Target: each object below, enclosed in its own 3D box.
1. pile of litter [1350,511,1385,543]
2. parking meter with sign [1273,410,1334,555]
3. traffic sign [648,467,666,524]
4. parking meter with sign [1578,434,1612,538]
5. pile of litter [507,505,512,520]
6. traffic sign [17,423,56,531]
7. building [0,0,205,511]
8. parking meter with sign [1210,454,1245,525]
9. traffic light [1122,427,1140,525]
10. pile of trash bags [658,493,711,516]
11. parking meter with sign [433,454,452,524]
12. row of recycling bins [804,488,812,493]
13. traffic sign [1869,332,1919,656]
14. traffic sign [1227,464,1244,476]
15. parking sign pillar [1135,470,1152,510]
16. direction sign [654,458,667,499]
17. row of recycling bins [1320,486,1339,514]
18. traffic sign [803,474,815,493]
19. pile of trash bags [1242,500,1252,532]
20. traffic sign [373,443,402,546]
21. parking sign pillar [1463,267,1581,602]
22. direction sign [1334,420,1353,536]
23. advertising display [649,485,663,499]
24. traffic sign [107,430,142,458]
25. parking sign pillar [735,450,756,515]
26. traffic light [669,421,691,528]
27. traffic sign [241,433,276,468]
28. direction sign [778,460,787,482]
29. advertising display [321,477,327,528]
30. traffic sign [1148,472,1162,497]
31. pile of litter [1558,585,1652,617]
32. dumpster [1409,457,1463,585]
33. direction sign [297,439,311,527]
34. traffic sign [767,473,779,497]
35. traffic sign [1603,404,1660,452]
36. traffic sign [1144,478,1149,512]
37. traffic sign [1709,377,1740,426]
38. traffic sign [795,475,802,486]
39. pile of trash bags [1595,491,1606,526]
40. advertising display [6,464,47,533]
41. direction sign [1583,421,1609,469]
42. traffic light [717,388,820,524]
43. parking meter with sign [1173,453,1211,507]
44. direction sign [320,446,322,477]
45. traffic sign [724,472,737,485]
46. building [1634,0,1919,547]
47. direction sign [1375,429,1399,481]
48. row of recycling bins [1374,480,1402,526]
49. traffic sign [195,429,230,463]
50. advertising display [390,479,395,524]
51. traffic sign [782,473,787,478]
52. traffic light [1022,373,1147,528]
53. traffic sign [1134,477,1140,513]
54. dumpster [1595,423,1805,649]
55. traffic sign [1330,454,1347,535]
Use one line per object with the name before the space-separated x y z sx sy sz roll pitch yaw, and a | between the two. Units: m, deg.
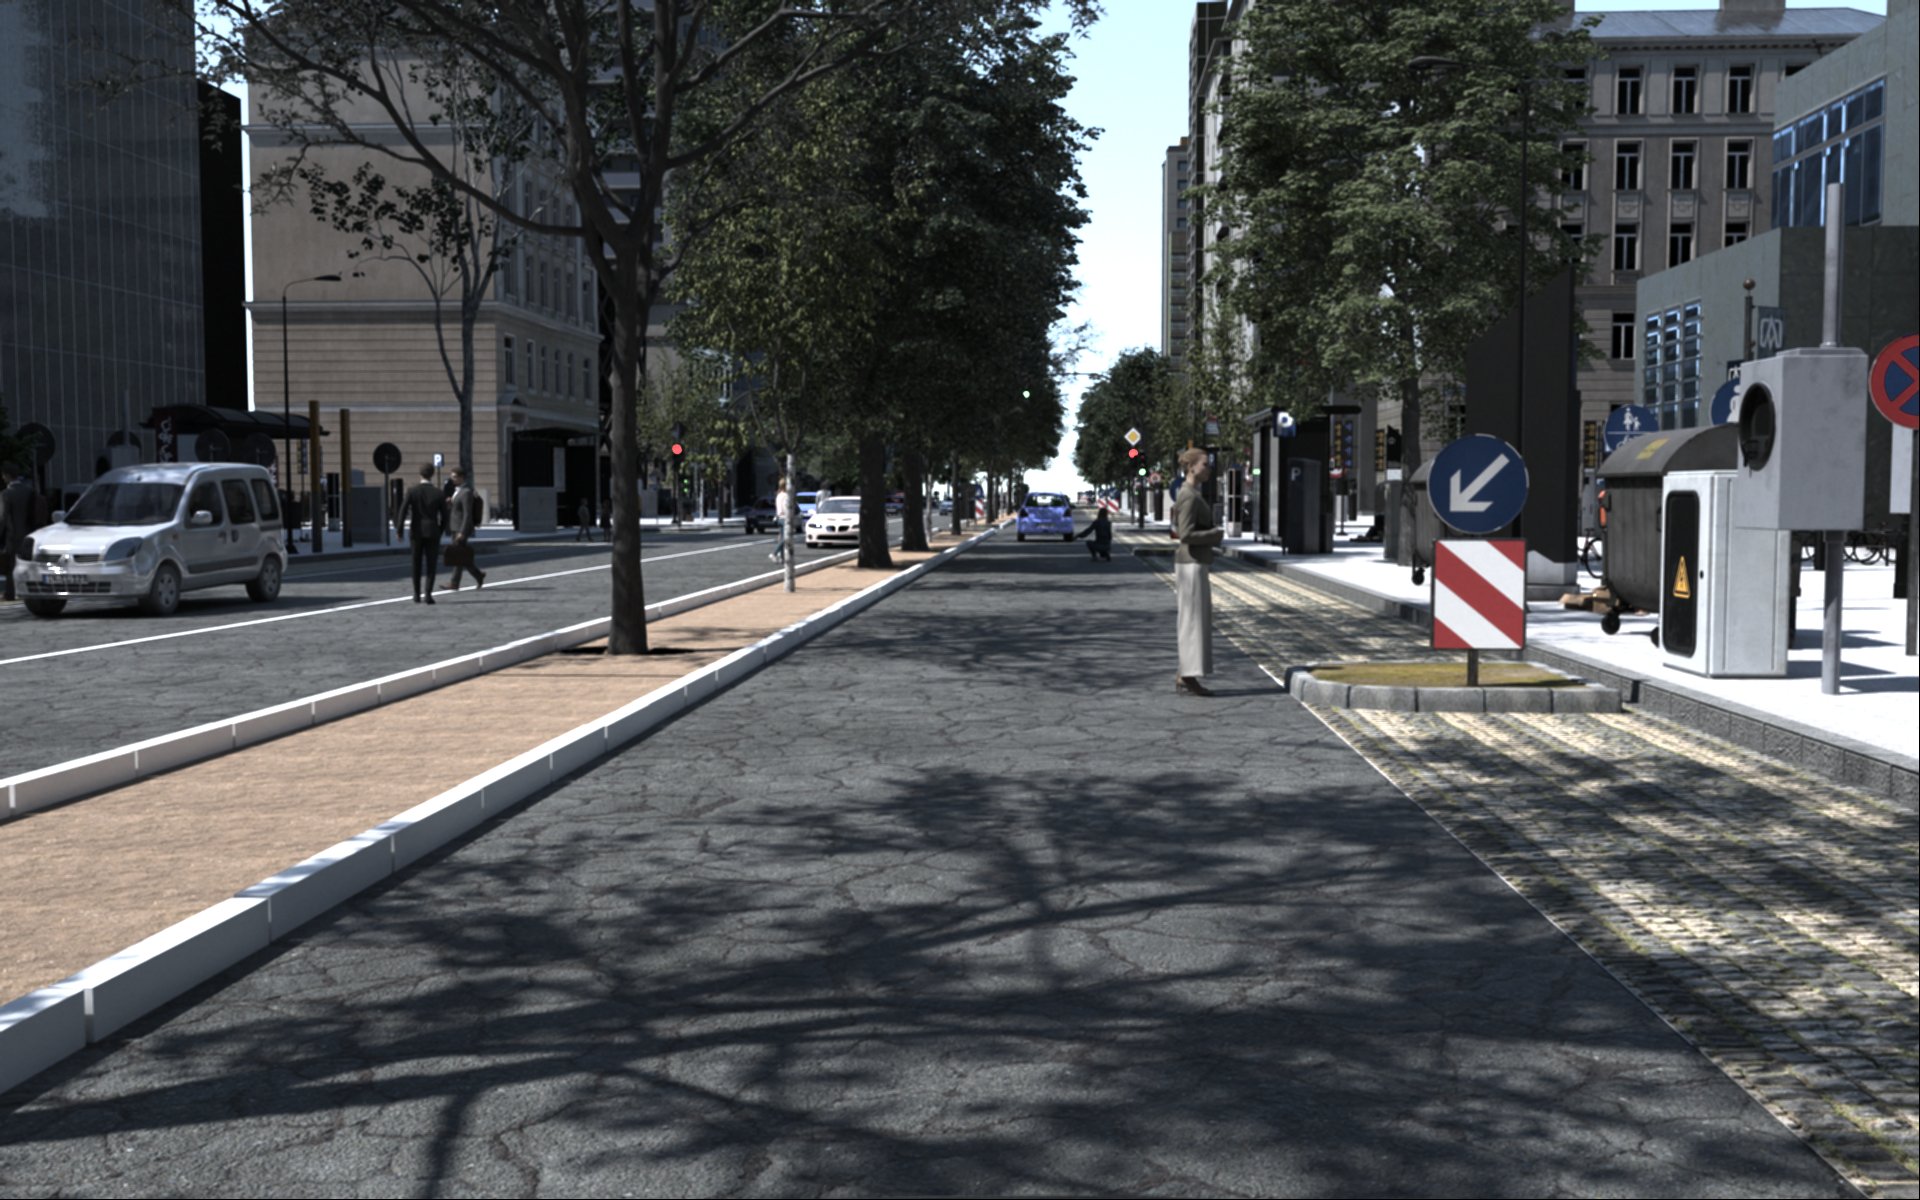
pile of litter | 11.112 -1.967 46.127 1.176 0.858 1.719 -1 4 -17
parking meter with sign | 7.364 -2.486 36.913 0.543 3.016 1.738 3 5 42
traffic sign | -12.902 -4.439 73.757 0.795 2.450 0.064 0 4 6
parking meter with sign | 18.676 -3.345 50.957 0.543 3.016 1.738 -1 4 -10
pile of litter | -21.680 -4.369 85.392 1.176 0.858 1.719 2 4 26
traffic sign | -16.505 -1.884 30.912 0.768 2.556 0.104 0 4 4
building | -34.805 -14.212 50.396 19.932 24.808 12.078 0 4 3
parking meter with sign | 11.416 -4.624 71.859 1.738 3.016 0.543 0 4 1
traffic light | 7.267 -5.139 72.937 0.839 4.253 0.868 0 4 3
pile of trash bags | -16.712 -5.781 104.270 3.447 1.369 1.912 -1 4 -11
parking meter with sign | -22.152 -4.865 75.796 0.543 3.016 1.738 2 4 32
row of recycling bins | -11.442 -7.003 121.606 1.069 1.692 3.534 -2 4 -31
traffic sign | 7.560 -0.831 13.688 0.768 2.556 0.104 1 4 13
traffic sign | 11.476 -4.418 72.340 0.768 2.556 0.104 0 4 5
parking sign pillar | 14.749 -9.190 138.726 1.447 3.967 1.447 -3 4 -37
direction sign | -18.837 -7.150 108.899 0.876 3.537 0.379 -3 5 -40
row of recycling bins | 18.058 -4.940 87.877 3.534 1.692 1.069 -3 5 -43
traffic sign | -9.827 -6.878 112.553 0.768 2.556 0.104 1 4 10
pile of trash bags | 10.652 -3.029 59.270 1.912 1.369 3.447 2 4 28
traffic sign | -14.207 -2.621 42.957 0.768 2.556 0.104 1 4 11
parking sign pillar | 6.883 -2.004 21.230 1.447 3.967 1.447 3 5 41
direction sign | 11.802 -3.755 53.386 0.379 3.537 0.876 -2 4 -24
advertising display | -21.887 -7.301 124.589 0.974 1.923 0.123 -1 4 -14
traffic sign | -16.557 -2.093 34.322 0.768 2.556 0.104 1 4 10
parking sign pillar | -13.139 -7.220 106.512 1.447 3.967 1.447 3 5 41
traffic light | -10.689 -4.714 65.986 0.839 4.253 0.868 0 4 3
traffic sign | -14.700 -2.214 36.301 0.768 2.556 0.104 0 4 7
direction sign | -11.856 -7.572 115.804 0.379 3.537 0.876 -3 5 -45
advertising display | -24.253 -3.702 65.747 0.123 1.923 0.974 1 4 19
traffic sign | 11.181 -6.065 99.270 0.768 2.556 0.104 1 4 10
pile of litter | 7.195 -0.310 19.038 1.176 0.858 1.719 2 4 29
dumpster | 6.903 -1.088 23.553 1.264 1.857 1.865 0 4 3
direction sign | -25.461 -4.593 67.086 0.379 3.537 0.876 -3 5 -42
traffic sign | -11.486 -6.487 106.171 0.768 2.556 0.104 1 4 12
traffic sign | 9.535 -1.503 24.683 0.768 2.556 0.104 0 4 7
traffic sign | 11.151 -6.270 104.649 0.606 2.300 0.079 1 4 8
traffic sign | 8.484 -1.141 18.761 0.768 2.556 0.104 1 4 9
traffic sign | -11.149 -7.203 117.769 0.884 2.594 0.081 1 4 9
pile of trash bags | 15.201 -2.127 44.527 3.447 1.369 1.912 1 4 12
advertising display | -17.363 -1.635 31.947 0.974 1.923 0.123 0 4 2
direction sign | 19.788 -3.774 53.700 0.876 3.537 0.379 1 4 18
traffic light | -8.121 -6.067 73.869 4.771 5.953 1.251 0 4 3
parking meter with sign | 10.075 -4.814 74.971 1.738 3.016 0.543 2 4 32
direction sign | -30.192 -5.461 81.278 0.876 3.537 0.379 2 4 35
traffic sign | -13.216 -6.092 99.714 0.768 2.556 0.104 1 4 12
building | 30.596 -44.109 33.860 22.319 86.520 31.000 0 4 3
direction sign | 14.894 -4.190 60.496 0.876 3.537 0.379 3 4 37
row of recycling bins | 12.591 -2.624 50.009 1.069 1.692 3.534 0 4 5
traffic sign | -14.596 -2.061 33.809 0.768 2.556 0.104 1 4 12
advertising display | -24.473 -4.287 75.305 0.123 1.923 0.974 0 4 8
traffic sign | -10.330 -6.348 103.902 0.768 2.556 0.104 0 4 5
traffic light | 4.699 -5.522 64.948 4.771 5.953 1.251 0 4 3
traffic sign | 12.178 -7.260 118.800 0.768 2.556 0.104 1 4 12
dumpster | 6.407 -0.567 15.033 1.264 1.857 1.865 0 4 4
traffic sign | 11.861 -3.346 54.808 0.768 2.556 0.104 0 4 5
